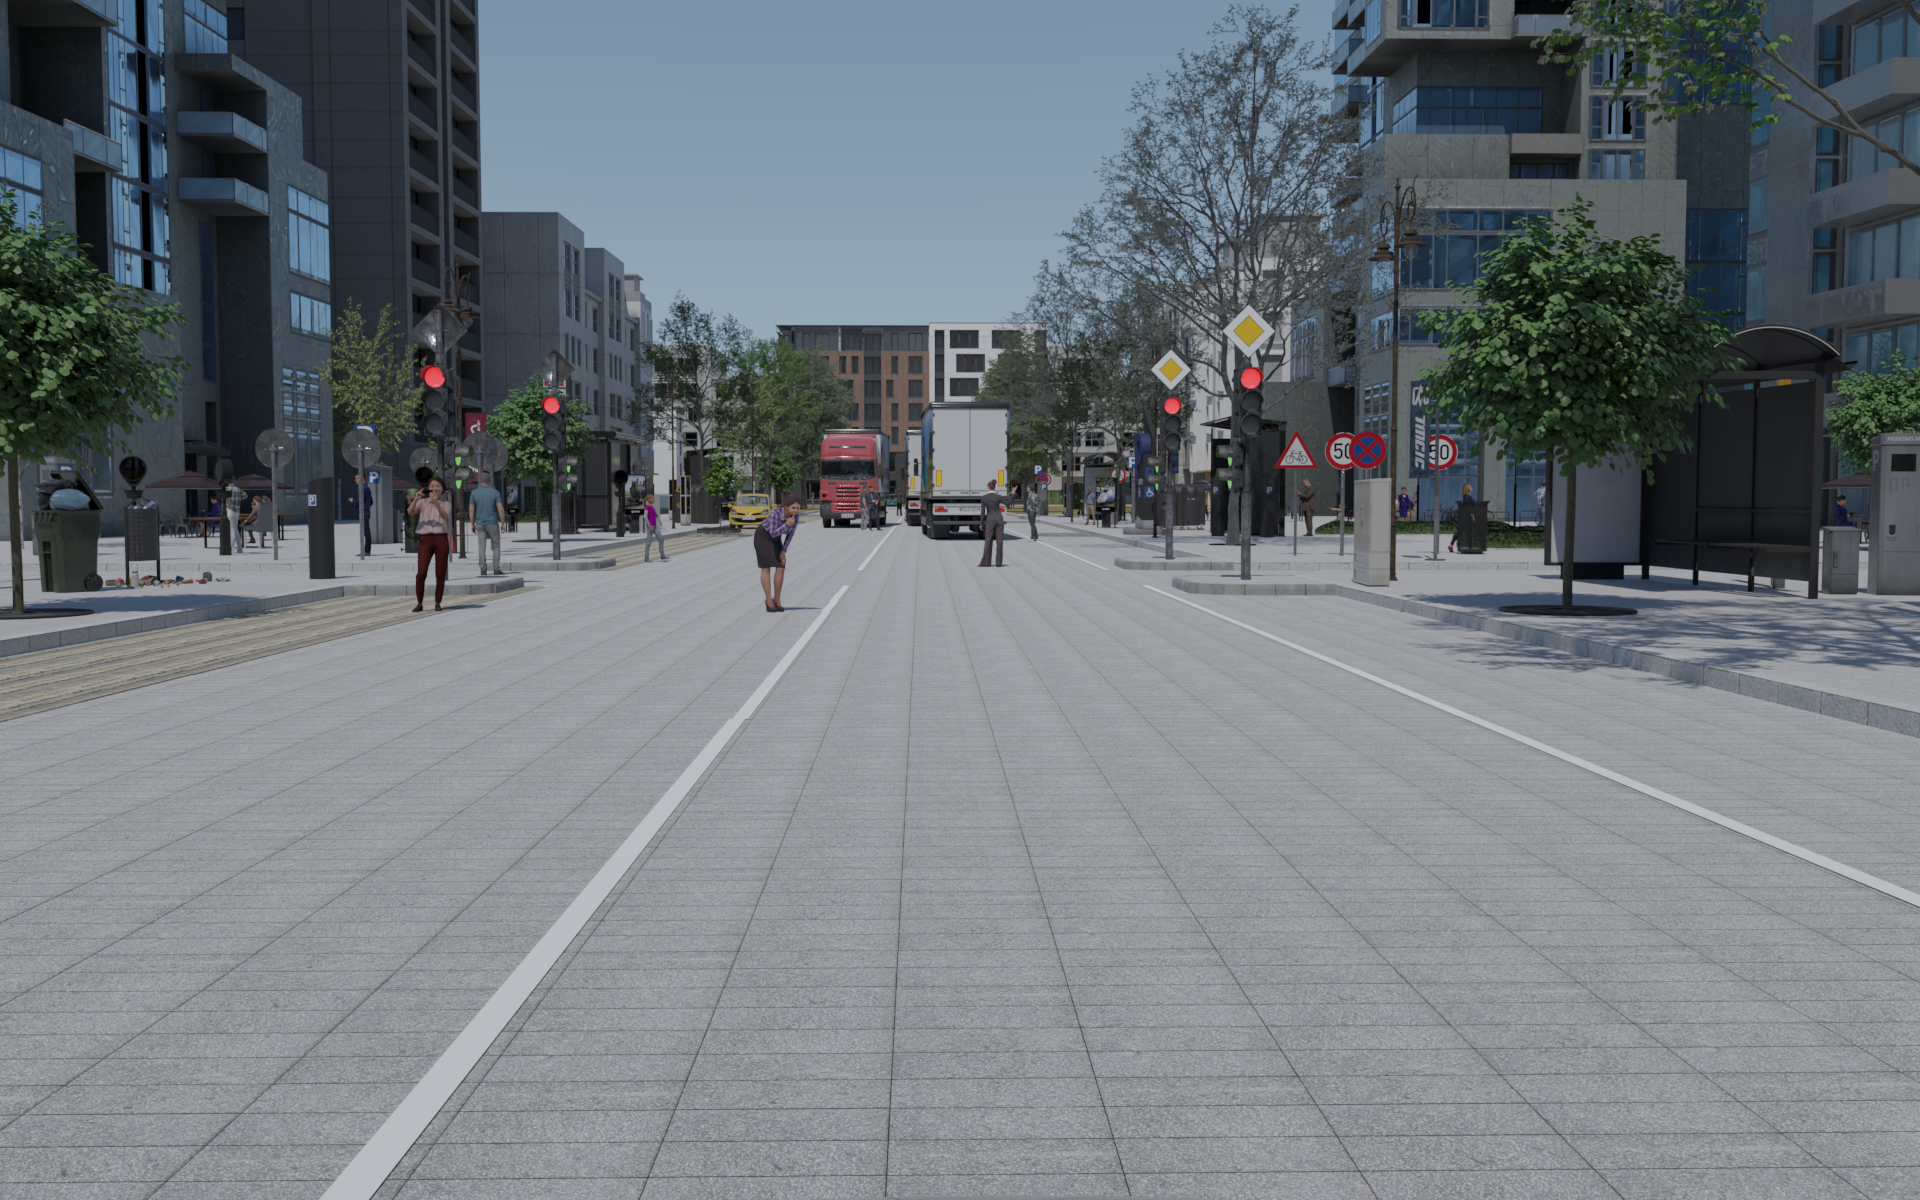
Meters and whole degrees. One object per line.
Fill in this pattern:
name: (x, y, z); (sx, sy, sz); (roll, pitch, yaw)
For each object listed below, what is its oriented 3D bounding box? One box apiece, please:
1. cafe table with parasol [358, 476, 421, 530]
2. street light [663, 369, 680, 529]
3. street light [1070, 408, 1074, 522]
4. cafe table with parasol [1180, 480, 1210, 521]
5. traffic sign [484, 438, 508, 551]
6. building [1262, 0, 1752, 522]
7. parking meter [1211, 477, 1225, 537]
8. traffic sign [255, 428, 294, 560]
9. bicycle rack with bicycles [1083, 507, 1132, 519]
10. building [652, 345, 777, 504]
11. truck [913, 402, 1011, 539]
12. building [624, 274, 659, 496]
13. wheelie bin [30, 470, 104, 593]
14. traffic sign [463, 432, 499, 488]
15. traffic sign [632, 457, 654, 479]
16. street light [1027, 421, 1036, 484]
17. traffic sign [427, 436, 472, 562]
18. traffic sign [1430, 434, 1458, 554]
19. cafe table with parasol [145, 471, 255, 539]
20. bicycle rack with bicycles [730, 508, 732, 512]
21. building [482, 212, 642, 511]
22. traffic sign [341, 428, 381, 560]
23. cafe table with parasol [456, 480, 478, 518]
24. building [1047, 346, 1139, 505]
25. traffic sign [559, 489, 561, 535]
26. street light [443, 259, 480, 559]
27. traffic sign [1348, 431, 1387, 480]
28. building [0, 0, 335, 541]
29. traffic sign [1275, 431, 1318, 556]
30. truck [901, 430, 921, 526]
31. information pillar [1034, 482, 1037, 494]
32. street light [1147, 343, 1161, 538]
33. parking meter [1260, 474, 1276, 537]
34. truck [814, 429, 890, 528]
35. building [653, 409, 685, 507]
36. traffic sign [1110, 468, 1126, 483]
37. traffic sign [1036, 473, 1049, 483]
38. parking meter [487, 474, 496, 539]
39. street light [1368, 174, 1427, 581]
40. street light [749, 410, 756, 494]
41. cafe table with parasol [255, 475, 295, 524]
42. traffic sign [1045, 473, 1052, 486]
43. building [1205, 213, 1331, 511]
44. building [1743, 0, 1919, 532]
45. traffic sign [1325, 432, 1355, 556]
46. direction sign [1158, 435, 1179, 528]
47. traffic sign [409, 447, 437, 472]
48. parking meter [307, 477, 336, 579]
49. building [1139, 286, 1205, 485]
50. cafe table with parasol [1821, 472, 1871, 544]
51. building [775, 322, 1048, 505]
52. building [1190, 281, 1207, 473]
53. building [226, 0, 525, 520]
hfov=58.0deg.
cafe table with parasol: (-19.921, -3.401, 60.468); (2.610, 1.966, 2.610); (2, 4, 31)
street light: (-10.590, -5.571, 63.866); (0.468, 5.910, 1.993); (0, 4, -1)
street light: (5.126, -6.504, 79.124); (0.468, 5.910, 1.993); (0, 4, -1)
cafe table with parasol: (11.570, -4.786, 83.124); (2.610, 1.966, 2.610); (-1, 4, -11)
traffic sign: (-10.577, -2.386, 39.113); (0.768, 2.556, 0.104); (0, 4, 7)
building: (28.757, -47.677, 92.188); (22.319, 86.520, 31.000); (0, 4, -1)
parking meter: (7.815, -2.861, 52.484); (0.255, 1.863, 0.399); (-3, 5, -40)
traffic sign: (-13.263, -2.043, 33.508); (0.768, 2.556, 0.104); (0, 4, 4)
bicycle rack with bicycles: (7.577, -4.653, 89.460); (2.925, 0.926, 2.852); (3, 5, 45)
building: (-38.159, -21.270, 214.226); (31.486, 18.905, 16.747); (0, 4, -1)
truck: (-0.010, -4.235, 58.148); (2.839, 4.237, 11.283); (0, 4, -3)
building: (-34.189, -17.744, 146.541); (16.016, 20.091, 11.380); (0, 4, -1)
wheelie bin: (-11.680, -0.903, 22.674); (0.980, 1.594, 0.693); (2, 4, 33)
traffic sign: (-9.821, -2.162, 35.453); (0.768, 2.556, 0.104); (0, 3, 0)
traffic sign: (-10.977, -3.664, 60.013); (0.768, 2.556, 0.104); (0, 4, 3)
street light: (4.426, -8.248, 107.637); (0.468, 5.910, 1.993); (0, 4, -1)
traffic sign: (-9.555, -1.983, 32.426); (0.884, 2.594, 0.081); (0, 4, 8)
traffic sign: (10.155, -2.243, 36.784); (0.768, 2.556, 0.104); (1, 4, 8)
cafe table with parasol: (-22.548, -2.807, 50.759); (2.610, 1.966, 2.610); (-3, 5, -40)
bicycle rack with bicycles: (-14.405, -5.439, 102.304); (2.925, 0.926, 2.852); (0, 4, -5)
building: (-33.858, -15.775, 124.382); (16.747, 18.905, 31.486); (0, 4, -1)
traffic sign: (-11.603, -2.046, 33.557); (0.768, 2.556, 0.104); (0, 4, 2)
cafe table with parasol: (-23.865, -4.818, 83.642); (2.610, 1.966, 2.610); (2, 4, 27)
building: (26.036, -21.322, 215.072); (31.486, 18.905, 16.747); (0, 4, -1)
traffic sign: (-12.426, -3.288, 53.759); (0.884, 2.594, 0.081); (0, 4, 1)
street light: (-9.886, -3.759, 34.249); (0.468, 5.910, 1.993); (0, 4, -1)
traffic sign: (8.267, -2.148, 35.223); (0.768, 2.556, 0.104); (0, 4, 6)
building: (-36.890, -45.676, 59.481); (22.319, 86.520, 31.000); (0, 4, -1)
traffic sign: (6.951, -2.193, 35.863); (0.884, 2.594, 0.081); (0, 4, 3)
truck: (-1.334, -5.631, 80.988); (2.839, 4.237, 11.283); (0, 4, -2)
information pillar: (4.867, -6.393, 109.017); (0.304, 2.012, 0.304); (2, 4, 33)
street light: (5.722, -4.761, 50.634); (0.468, 5.910, 1.993); (0, 4, -1)
parking meter: (9.116, -2.787, 51.277); (0.399, 1.863, 0.255); (-1, 4, -14)
truck: (-4.630, -5.388, 77.002); (2.839, 4.237, 11.283); (0, 4, 1)
building: (-41.024, -13.691, 165.992); (28.070, 9.664, 9.099); (0, 4, -1)
traffic sign: (7.372, -4.941, 80.892); (0.768, 2.556, 0.104); (0, 4, 0)
traffic sign: (5.024, -6.466, 105.827); (0.768, 2.556, 0.104); (0, 4, 4)
parking meter: (-13.412, -2.676, 49.459); (0.255, 1.863, 0.399); (0, 4, -5)
street light: (6.393, -3.222, 25.466); (0.468, 5.910, 1.993); (0, 4, -1)
street light: (-11.154, -7.358, 93.084); (0.468, 5.910, 1.993); (0, 4, -1)
cafe table with parasol: (-24.176, -3.327, 59.264); (2.610, 1.966, 2.610); (0, 4, -4)
traffic sign: (5.295, -6.546, 107.125); (0.768, 2.556, 0.104); (0, 4, 8)
building: (26.544, -16.283, 122.645); (16.016, 20.091, 11.380); (0, 4, -1)
building: (44.751, -26.907, 59.538); (30.456, 49.044, 23.786); (0, 4, -1)
traffic sign: (7.924, -2.187, 35.865); (0.768, 2.556, 0.104); (0, 4, 2)
direction sign: (7.889, -4.506, 65.677); (0.876, 3.537, 0.379); (2, 4, 32)
traffic sign: (-14.660, -2.888, 47.330); (0.768, 2.556, 0.104); (0, 3, 0)
parking meter: (-9.646, -1.086, 26.160); (0.372, 1.533, 0.369); (0, 3, 0)
building: (26.769, -17.694, 155.749); (16.747, 18.905, 31.486); (0, 4, -1)
cafe table with parasol: (23.511, -2.439, 44.739); (2.610, 1.966, 2.610); (0, 4, 6)
building: (-6.150, -23.001, 220.045); (32.646, 21.610, 27.936); (0, 4, -1)
building: (26.143, -16.977, 133.998); (16.016, 20.091, 11.380); (0, 4, -1)
building: (-35.392, -40.091, 93.733); (20.563, 71.187, 20.611); (0, 4, -1)
